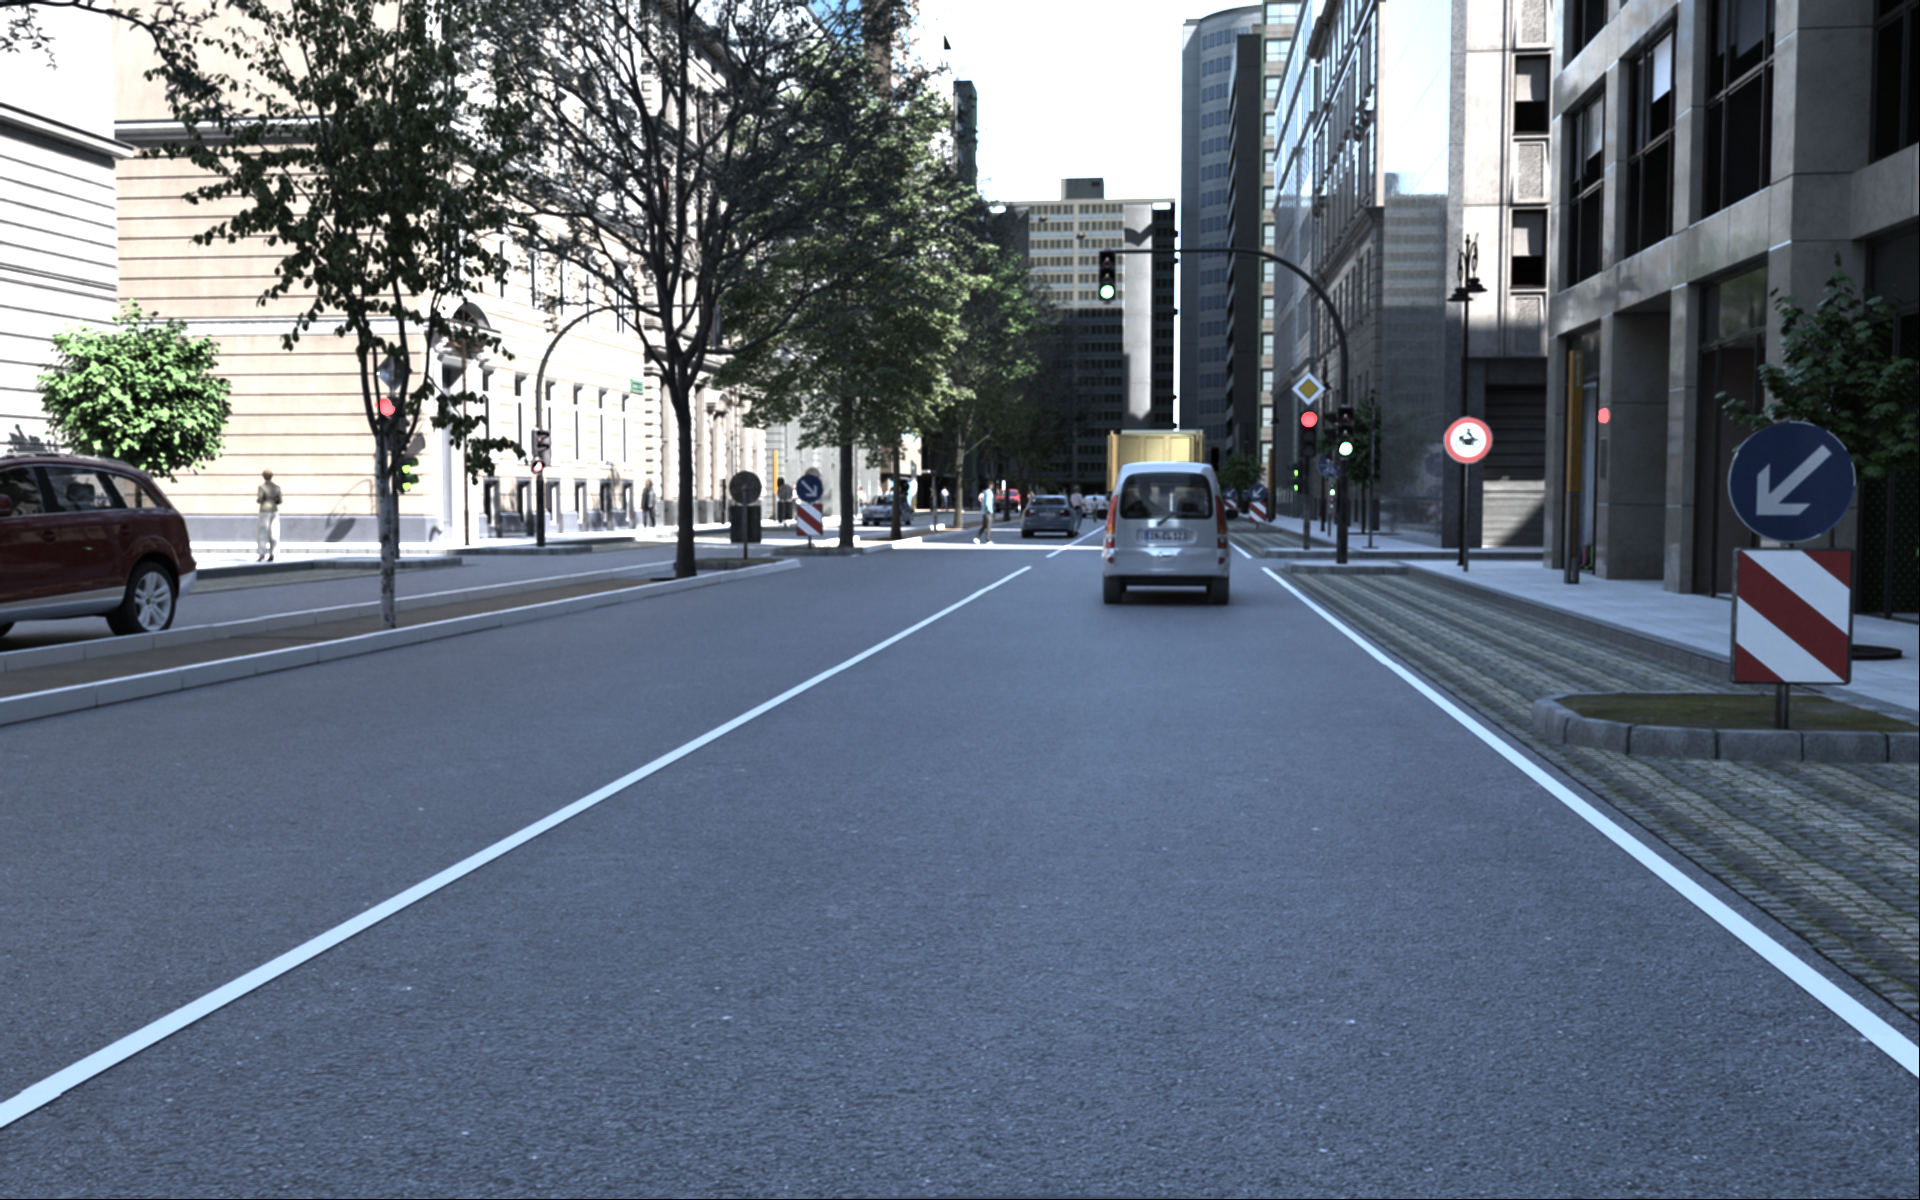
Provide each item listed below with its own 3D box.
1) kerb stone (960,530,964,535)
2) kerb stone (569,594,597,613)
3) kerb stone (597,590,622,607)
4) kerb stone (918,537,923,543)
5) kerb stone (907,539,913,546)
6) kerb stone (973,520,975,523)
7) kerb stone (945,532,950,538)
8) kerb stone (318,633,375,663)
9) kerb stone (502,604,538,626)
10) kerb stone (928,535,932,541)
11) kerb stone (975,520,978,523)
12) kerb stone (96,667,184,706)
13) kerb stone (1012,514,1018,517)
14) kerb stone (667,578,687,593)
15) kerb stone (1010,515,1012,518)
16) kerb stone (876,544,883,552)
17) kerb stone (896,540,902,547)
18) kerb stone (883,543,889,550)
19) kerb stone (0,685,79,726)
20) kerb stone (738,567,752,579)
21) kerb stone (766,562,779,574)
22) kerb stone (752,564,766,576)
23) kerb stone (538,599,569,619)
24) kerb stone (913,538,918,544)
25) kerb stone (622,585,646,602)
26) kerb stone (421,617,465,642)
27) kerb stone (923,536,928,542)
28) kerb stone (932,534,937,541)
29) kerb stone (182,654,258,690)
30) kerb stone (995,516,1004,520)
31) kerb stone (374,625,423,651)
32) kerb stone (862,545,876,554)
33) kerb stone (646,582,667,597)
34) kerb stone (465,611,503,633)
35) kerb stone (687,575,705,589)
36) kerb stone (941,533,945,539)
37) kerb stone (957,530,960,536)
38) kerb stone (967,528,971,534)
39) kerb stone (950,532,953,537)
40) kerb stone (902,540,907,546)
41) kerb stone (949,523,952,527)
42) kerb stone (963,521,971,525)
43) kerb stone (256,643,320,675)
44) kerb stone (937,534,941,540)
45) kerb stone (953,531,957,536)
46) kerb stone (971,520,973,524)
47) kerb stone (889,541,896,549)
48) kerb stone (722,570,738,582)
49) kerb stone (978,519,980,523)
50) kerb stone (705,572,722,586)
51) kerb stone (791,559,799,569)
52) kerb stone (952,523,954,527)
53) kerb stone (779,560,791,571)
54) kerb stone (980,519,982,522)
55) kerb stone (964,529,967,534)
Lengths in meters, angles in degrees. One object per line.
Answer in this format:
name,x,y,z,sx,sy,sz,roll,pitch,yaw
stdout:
kerb stone,-0.072,-2.342,60.492,0.120,0.150,1.000,0,4,7
kerb stone,-4.718,0.054,21.314,0.120,0.150,1.000,0,4,7
kerb stone,-4.604,-0.008,22.330,0.120,0.150,1.000,0,4,7
kerb stone,-1.274,-1.718,50.333,0.120,0.150,1.000,0,4,7
kerb stone,-1.517,-1.596,48.293,0.120,0.150,1.000,0,4,7
kerb stone,0.505,-3.729,83.161,0.120,0.150,1.000,0,4,7
kerb stone,-0.544,-2.090,56.431,0.120,0.150,1.000,0,4,7
kerb stone,-5.441,0.431,15.211,0.120,0.150,1.000,0,4,7
kerb stone,-4.962,0.179,19.271,0.120,0.150,1.000,0,4,7
kerb stone,-1.041,-1.845,52.364,0.120,0.150,1.000,0,4,7
kerb stone,0.629,-3.790,84.176,0.120,0.150,1.000,0,4,7
kerb stone,-5.808,0.615,12.167,0.120,0.150,1.000,0,4,7
kerb stone,3.283,-5.160,106.568,0.120,0.150,1.000,0,4,7
kerb stone,-4.237,-0.195,25.387,0.120,0.150,1.000,0,4,7
kerb stone,2.804,-4.912,102.499,0.120,0.150,1.000,0,4,7
kerb stone,-2.123,-1.285,43.209,0.120,0.150,1.000,0,4,7
kerb stone,-1.765,-1.471,46.260,0.120,0.150,1.000,0,4,7
kerb stone,-2.006,-1.348,44.230,0.120,0.150,1.000,0,4,7
kerb stone,-5.927,0.675,11.152,0.120,0.150,1.000,0,4,7
kerb stone,-3.755,-0.435,29.454,0.120,0.150,1.000,0,4,7
kerb stone,-3.513,-0.568,31.491,0.120,0.150,1.000,0,4,7
kerb stone,-3.633,-0.505,30.469,0.120,0.150,1.000,0,4,7
kerb stone,-4.841,0.118,20.286,0.120,0.150,1.000,0,4,7
kerb stone,-1.397,-1.656,49.315,0.120,0.150,1.000,0,4,7
kerb stone,-4.476,-0.070,23.352,0.120,0.150,1.000,0,4,7
kerb stone,-5.212,0.303,17.243,0.120,0.150,1.000,0,4,7
kerb stone,-1.157,-1.783,51.348,0.120,0.150,1.000,0,4,7
kerb stone,-0.913,-1.907,53.380,0.120,0.150,1.000,0,4,7
kerb stone,-5.684,0.551,13.181,0.120,0.150,1.000,0,4,7
kerb stone,2.203,-4.600,97.409,0.120,0.150,1.000,0,4,7
kerb stone,-5.326,0.365,16.227,0.120,0.150,1.000,0,4,7
kerb stone,-2.241,-1.222,42.194,0.120,0.150,1.000,0,4,7
kerb stone,-4.362,-0.133,24.373,0.120,0.150,1.000,0,4,7
kerb stone,-5.094,0.241,18.258,0.120,0.150,1.000,0,4,7
kerb stone,-4.121,-0.257,26.404,0.120,0.150,1.000,0,4,7
kerb stone,-0.668,-2.032,55.416,0.120,0.150,1.000,0,4,7
kerb stone,-0.195,-2.278,59.478,0.120,0.150,1.000,0,4,7
kerb stone,0.173,-2.467,62.528,0.120,0.150,1.000,0,4,7
kerb stone,-0.420,-2.156,57.445,0.120,0.150,1.000,0,4,7
kerb stone,-1.643,-1.534,47.278,0.120,0.150,1.000,0,4,7
kerb stone,-0.575,-3.169,74.004,0.120,0.150,1.000,0,4,7
kerb stone,0.270,-3.604,81.129,0.120,0.150,1.000,0,4,7
kerb stone,-5.568,0.491,14.197,0.120,0.150,1.000,0,4,7
kerb stone,-0.793,-1.964,54.402,0.120,0.150,1.000,0,4,7
kerb stone,-0.305,-2.218,58.461,0.120,0.150,1.000,0,4,7
kerb stone,0.386,-3.667,82.146,0.120,0.150,1.000,0,4,7
kerb stone,-1.882,-1.410,45.244,0.120,0.150,1.000,0,4,7
kerb stone,-3.872,-0.382,28.438,0.120,0.150,1.000,0,4,7
kerb stone,0.747,-3.853,85.193,0.120,0.150,1.000,0,4,7
kerb stone,-3.995,-0.319,27.424,0.120,0.150,1.000,0,4,7
kerb stone,-3.273,-0.692,33.530,0.120,0.150,1.000,0,4,7
kerb stone,-0.457,-3.231,75.028,0.120,0.150,1.000,0,4,7
kerb stone,-3.388,-0.623,32.515,0.120,0.150,1.000,0,4,7
kerb stone,0.873,-3.915,86.209,0.120,0.150,1.000,0,4,7
kerb stone,0.056,-2.404,61.507,0.120,0.150,1.000,0,4,7
